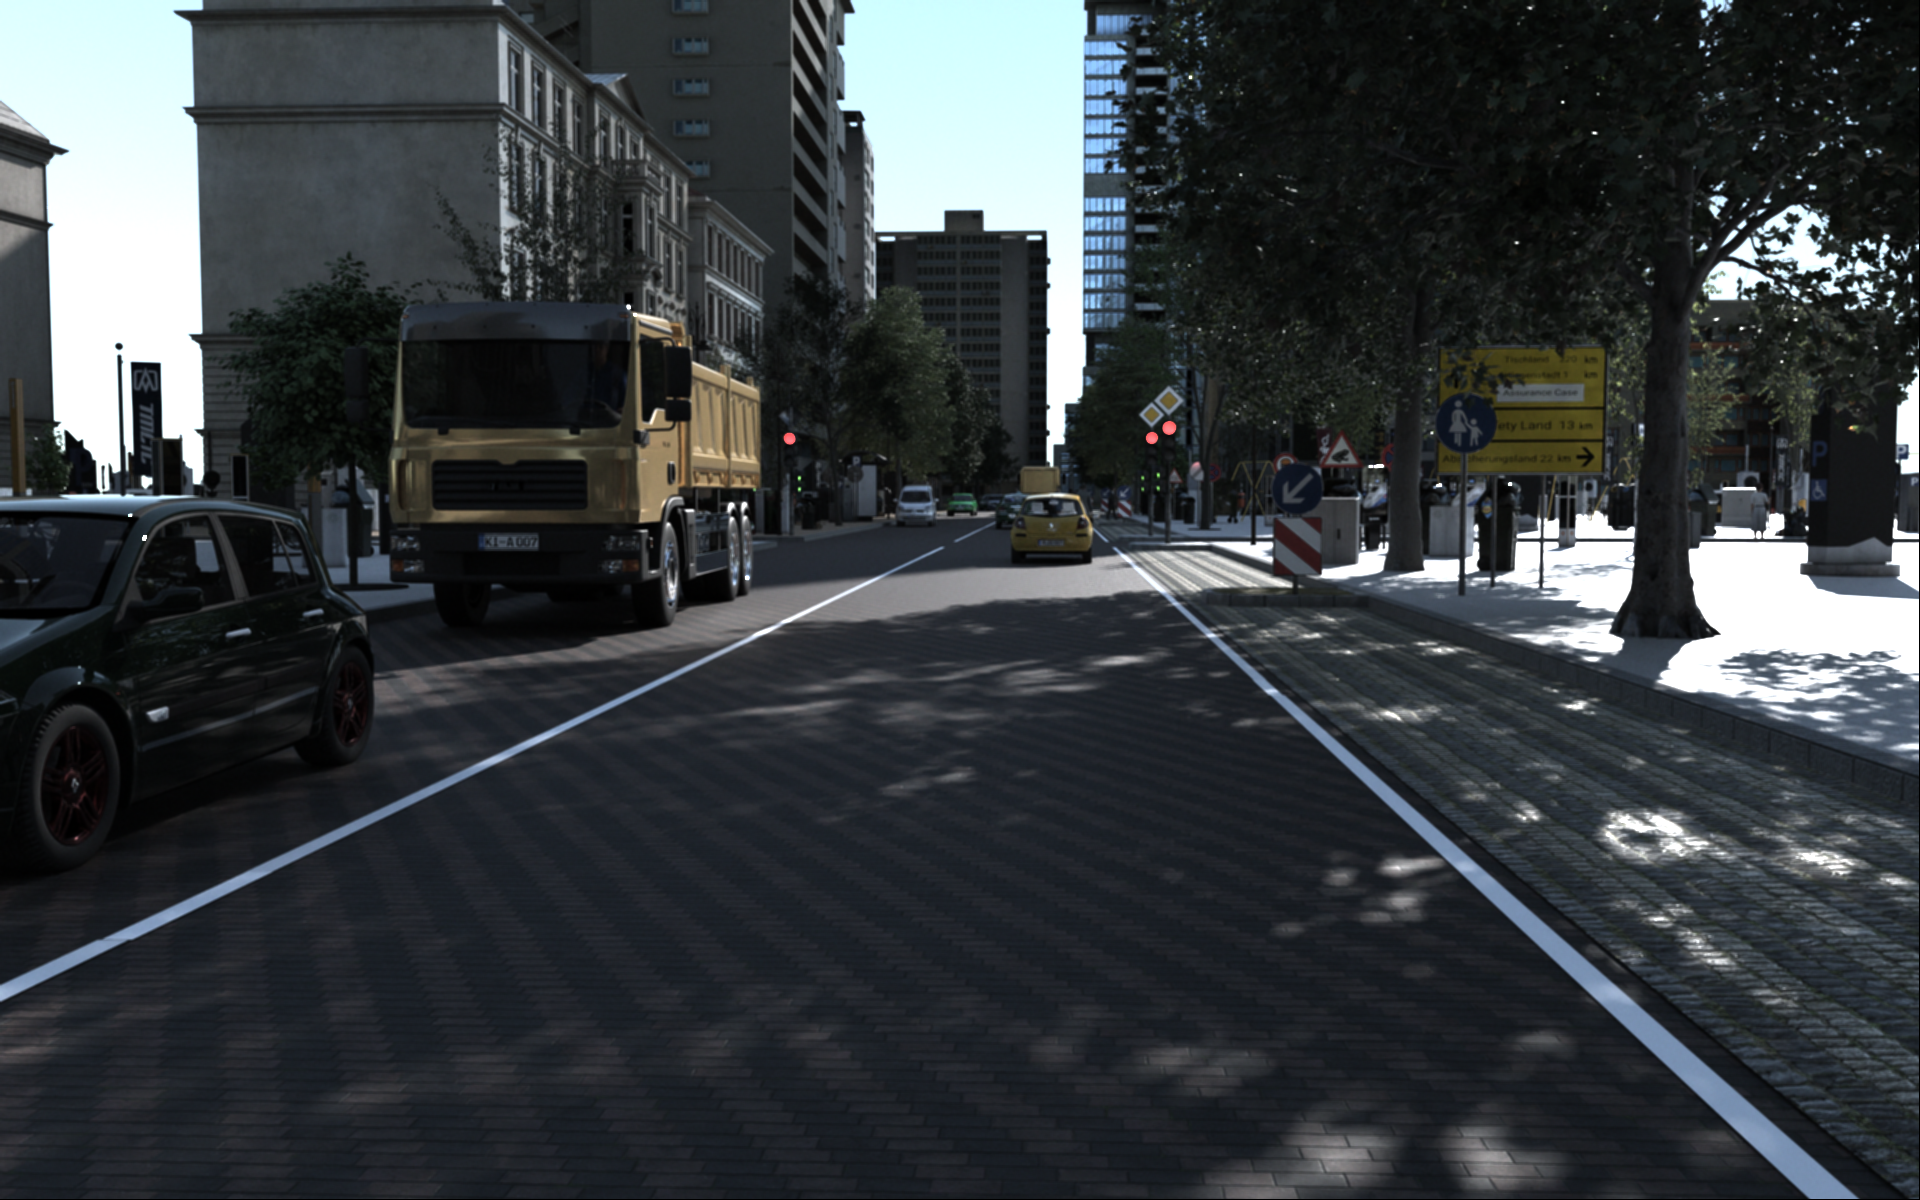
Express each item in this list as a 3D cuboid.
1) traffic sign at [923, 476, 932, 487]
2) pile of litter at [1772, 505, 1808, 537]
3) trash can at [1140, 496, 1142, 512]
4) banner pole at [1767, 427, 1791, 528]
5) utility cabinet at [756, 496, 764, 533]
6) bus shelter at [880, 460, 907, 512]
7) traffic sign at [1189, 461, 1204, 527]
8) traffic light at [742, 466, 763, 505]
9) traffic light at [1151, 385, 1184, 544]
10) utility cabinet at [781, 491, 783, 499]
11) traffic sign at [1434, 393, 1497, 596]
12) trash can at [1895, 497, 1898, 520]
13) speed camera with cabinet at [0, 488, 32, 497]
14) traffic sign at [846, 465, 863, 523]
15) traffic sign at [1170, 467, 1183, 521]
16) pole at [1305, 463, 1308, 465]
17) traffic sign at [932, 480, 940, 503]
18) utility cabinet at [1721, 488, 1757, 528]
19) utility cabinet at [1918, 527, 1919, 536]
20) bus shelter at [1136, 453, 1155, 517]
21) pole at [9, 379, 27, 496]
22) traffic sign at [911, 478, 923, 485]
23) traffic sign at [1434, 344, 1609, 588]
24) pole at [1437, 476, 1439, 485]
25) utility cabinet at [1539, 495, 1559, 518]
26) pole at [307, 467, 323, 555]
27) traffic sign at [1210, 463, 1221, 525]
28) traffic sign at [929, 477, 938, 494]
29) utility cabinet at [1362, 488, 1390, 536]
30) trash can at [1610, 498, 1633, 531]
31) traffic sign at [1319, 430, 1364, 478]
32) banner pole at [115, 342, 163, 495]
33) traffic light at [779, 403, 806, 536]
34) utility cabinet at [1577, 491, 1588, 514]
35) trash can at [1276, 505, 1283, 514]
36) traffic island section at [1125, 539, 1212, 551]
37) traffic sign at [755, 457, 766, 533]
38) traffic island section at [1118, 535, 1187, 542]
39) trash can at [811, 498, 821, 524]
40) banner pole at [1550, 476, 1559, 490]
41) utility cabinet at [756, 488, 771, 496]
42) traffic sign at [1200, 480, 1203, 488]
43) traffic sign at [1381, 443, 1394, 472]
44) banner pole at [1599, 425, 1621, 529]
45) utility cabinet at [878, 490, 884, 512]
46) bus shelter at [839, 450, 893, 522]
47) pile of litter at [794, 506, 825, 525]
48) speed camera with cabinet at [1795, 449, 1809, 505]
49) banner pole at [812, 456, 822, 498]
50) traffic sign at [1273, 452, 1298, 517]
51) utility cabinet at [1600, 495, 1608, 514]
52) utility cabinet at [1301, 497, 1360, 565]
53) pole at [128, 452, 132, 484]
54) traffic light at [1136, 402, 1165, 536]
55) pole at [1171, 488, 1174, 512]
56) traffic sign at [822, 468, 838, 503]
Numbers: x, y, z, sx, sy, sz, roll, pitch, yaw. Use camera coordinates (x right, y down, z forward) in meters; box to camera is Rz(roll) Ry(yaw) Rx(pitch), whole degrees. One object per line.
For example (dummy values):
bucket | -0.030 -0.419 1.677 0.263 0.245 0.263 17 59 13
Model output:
traffic sign | -2.403 -7.433 121.538 0.884 2.594 0.081 0 4 5
pile of litter | 25.089 -2.330 52.064 1.176 0.858 1.719 -1 4 -13
trash can | 12.757 -6.817 123.109 0.748 1.137 0.748 0 3 0
banner pole | 30.509 -4.567 64.694 0.863 3.779 0.401 0 4 5
utility cabinet | -6.746 -2.857 57.872 1.020 1.237 0.306 0 4 -3
bus shelter | -4.539 -8.049 122.884 1.731 3.624 6.357 0 4 3
traffic sign | 9.302 -4.120 67.473 0.768 2.556 0.104 1 4 9
traffic light | -5.622 -3.456 45.424 0.839 4.253 0.868 0 4 3
traffic light | 5.373 -3.420 44.838 0.839 4.253 0.868 0 4 3
utility cabinet | -12.244 -6.535 115.518 1.173 1.500 0.318 3 4 37
traffic sign | 6.347 -1.329 21.830 0.768 2.556 0.104 0 4 4
trash can | 47.888 -4.753 89.369 0.748 1.137 0.748 0 3 0
speed camera with cabinet | -25.889 -3.170 46.164 0.660 3.252 2.038 2 4 30
traffic sign | -4.685 -4.710 77.112 0.768 2.556 0.104 0 4 6
traffic sign | 10.335 -5.111 83.561 0.884 2.594 0.081 1 4 10
pole | 22.840 -7.369 114.321 0.158 3.312 0.155 0 3 0
traffic sign | -1.804 -7.757 128.949 0.606 2.300 0.079 1 4 13
utility cabinet | 29.495 -3.481 65.585 1.173 1.500 0.318 3 5 41
utility cabinet | 29.333 -2.661 52.189 0.318 1.500 1.173 0 4 5
bus shelter | 11.278 -6.710 100.989 1.731 3.624 6.357 0 4 3
pole | -16.678 -2.254 30.690 0.158 3.312 0.155 0 3 0
traffic sign | -2.914 -7.198 117.696 0.884 2.594 0.081 0 4 7
traffic sign | 7.642 -1.822 23.662 2.265 3.308 0.079 0 4 8
pole | 33.920 -7.896 122.943 0.158 3.312 0.155 0 3 0
utility cabinet | 31.677 -5.013 93.130 1.020 1.237 0.306 -1 4 -11
pole | -10.314 -2.068 27.651 0.158 3.312 0.155 0 3 0
traffic sign | 10.412 -4.375 71.641 0.768 2.556 0.104 0 4 6
traffic sign | -1.982 -7.790 127.475 0.768 2.556 0.104 0 4 4
utility cabinet | 12.884 -2.701 52.838 1.173 1.500 0.318 -1 4 -19
trash can | 23.349 -3.028 61.155 0.748 1.137 0.748 0 3 0
traffic sign | 7.710 -2.144 35.051 0.884 2.594 0.081 1 4 11
banner pole | -13.675 -2.372 28.802 0.863 3.779 0.401 -2 4 -29
traffic light | -5.184 -3.943 53.397 0.839 4.253 0.868 0 4 3
utility cabinet | 38.572 -6.051 107.614 0.318 1.500 1.173 -1 4 -11
trash can | 20.834 -6.160 112.373 0.748 1.137 0.748 0 3 0
traffic island section | 5.413 -1.386 44.950 2.009 0.180 2.903 0 4 3
traffic sign | -6.817 -3.507 57.445 0.768 2.556 0.104 1 4 11
traffic island section | 5.851 -1.874 52.923 2.009 0.180 2.903 0 4 3
trash can | -6.029 -3.634 71.063 0.748 1.137 0.748 0 3 0
banner pole | 41.463 -7.934 119.743 0.863 3.779 0.401 -1 4 -18
utility cabinet | -11.684 -5.881 104.840 1.173 1.500 0.318 0 4 1
traffic sign | 11.056 -4.875 79.707 0.884 2.594 0.081 0 4 8
traffic sign | 10.664 -2.583 42.345 0.768 2.556 0.104 1 4 9
banner pole | 23.674 -4.460 62.932 0.863 3.779 0.401 1 4 8
utility cabinet | -4.682 -5.531 99.103 0.318 1.500 1.173 -2 4 -26
bus shelter | -4.461 -5.432 82.741 2.014 3.302 5.546 0 4 3
pile of litter | -6.461 -3.633 73.366 1.719 0.858 1.176 -2 4 -28
speed camera with cabinet | 36.935 -4.914 74.685 0.660 3.252 2.038 -1 4 -21
banner pole | -9.490 -7.609 114.416 0.863 3.779 0.401 -2 4 -33
traffic sign | 9.977 -3.242 53.113 0.768 2.556 0.104 1 4 11
utility cabinet | 42.618 -6.296 114.104 1.020 1.237 0.306 -2 4 -32
utility cabinet | 6.804 -1.264 31.830 1.020 1.237 0.306 2 4 27
pole | -39.877 -5.470 83.276 0.158 3.312 0.155 0 3 0
traffic light | 5.811 -3.908 52.811 0.839 4.253 0.868 0 4 3
pole | 15.053 -7.882 122.714 0.158 3.312 0.155 0 3 0
traffic sign | -6.239 -5.081 83.180 0.768 2.556 0.104 0 4 7
